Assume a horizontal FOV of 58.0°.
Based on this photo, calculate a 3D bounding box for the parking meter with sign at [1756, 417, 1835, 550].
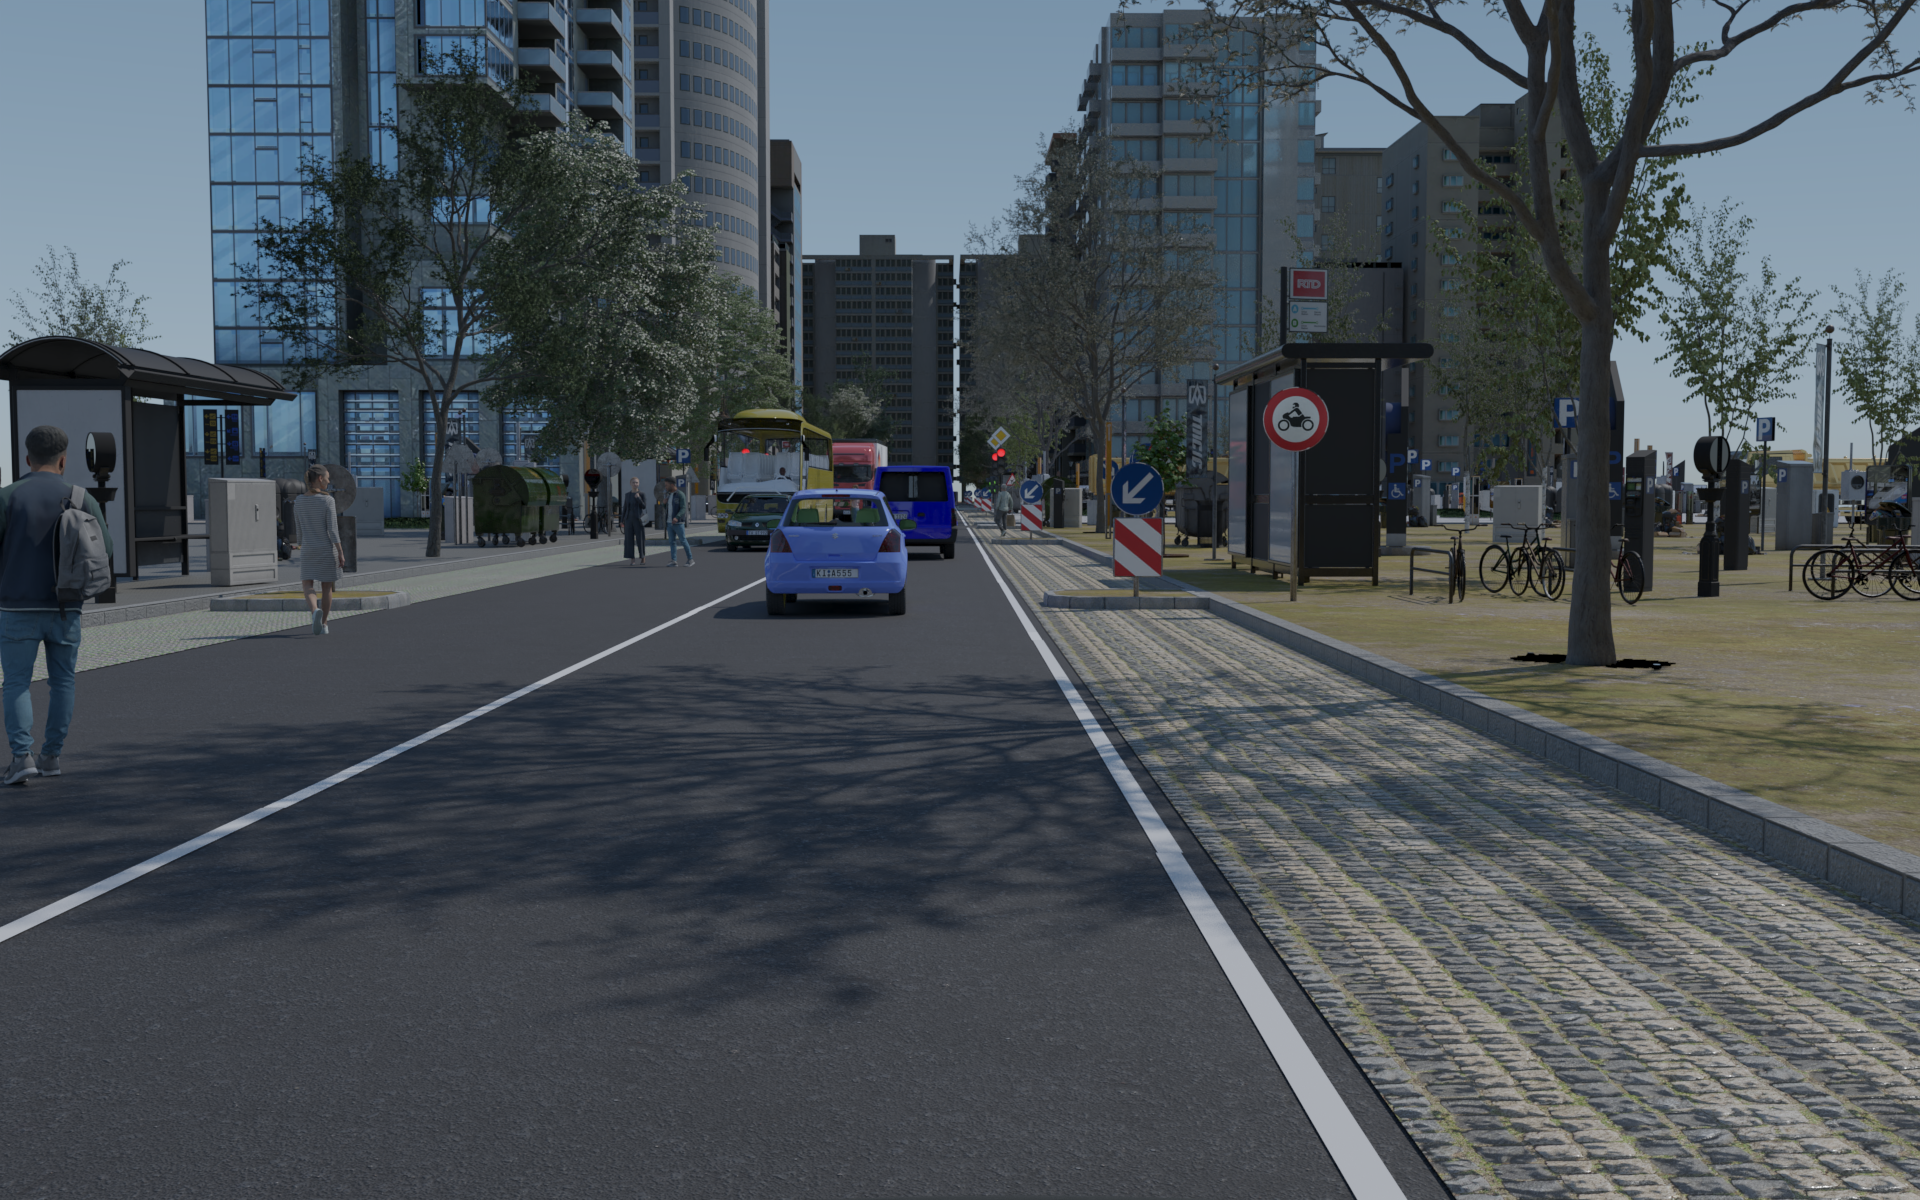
[{"bbox_3d":[19.092,-2.647,39.545,1.738,3.016,0.543,-1,4,-12],"label":"parking meter with sign"}]

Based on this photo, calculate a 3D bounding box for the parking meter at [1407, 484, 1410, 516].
[{"bbox_3d":[28.523,-6.416,110.609,0.399,1.863,0.255,-1,4,-15],"label":"parking meter"}]

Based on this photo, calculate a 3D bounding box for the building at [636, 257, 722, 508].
[{"bbox_3d":[-34.891,-18.030,139.823,27.650,21.520,28.899,0,4,0],"label":"building"}]

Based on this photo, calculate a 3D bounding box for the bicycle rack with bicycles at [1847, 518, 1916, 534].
[{"bbox_3d":[33.413,-2.952,61.654,2.852,0.926,2.925,3,5,39],"label":"bicycle rack with bicycles"}]

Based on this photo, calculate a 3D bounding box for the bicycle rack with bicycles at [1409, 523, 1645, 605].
[{"bbox_3d":[6.749,-0.482,21.256,2.852,0.926,2.925,0,4,1],"label":"bicycle rack with bicycles"}]

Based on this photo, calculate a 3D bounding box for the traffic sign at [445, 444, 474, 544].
[{"bbox_3d":[-12.847,-2.714,44.478,0.768,2.556,0.104,0,4,5],"label":"traffic sign"}]

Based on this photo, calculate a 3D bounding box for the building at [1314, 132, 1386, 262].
[{"bbox_3d":[60.128,-41.062,260.600,27.495,52.752,28.713,0,4,0],"label":"building"}]

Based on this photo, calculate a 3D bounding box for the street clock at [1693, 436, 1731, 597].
[{"bbox_3d":[9.361,-1.042,21.604,0.471,2.002,0.358,-3,4,-36],"label":"street clock"}]

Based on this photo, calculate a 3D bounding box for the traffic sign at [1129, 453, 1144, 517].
[{"bbox_3d":[5.081,-2.940,48.181,0.768,2.556,0.104,0,4,6],"label":"traffic sign"}]

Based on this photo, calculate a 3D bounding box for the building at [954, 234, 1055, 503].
[{"bbox_3d":[11.481,-34.862,261.868,23.993,40.220,32.217,0,4,0],"label":"building"}]

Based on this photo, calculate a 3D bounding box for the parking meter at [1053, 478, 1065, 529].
[{"bbox_3d":[3.701,-3.598,64.544,0.399,1.863,0.255,1,4,19],"label":"parking meter"}]

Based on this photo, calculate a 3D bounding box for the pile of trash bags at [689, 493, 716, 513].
[{"bbox_3d":[-17.312,-6.675,118.889,1.912,1.369,3.447,-3,4,-36],"label":"pile of trash bags"}]

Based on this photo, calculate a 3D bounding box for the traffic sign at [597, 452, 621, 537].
[{"bbox_3d":[-10.589,-3.188,52.237,0.768,2.556,0.104,0,4,8],"label":"traffic sign"}]

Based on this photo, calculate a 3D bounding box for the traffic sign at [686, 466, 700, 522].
[{"bbox_3d":[-12.354,-4.855,79.377,0.884,2.594,0.081,1,4,8],"label":"traffic sign"}]

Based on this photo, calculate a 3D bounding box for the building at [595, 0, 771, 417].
[{"bbox_3d":[-30.395,-38.335,168.781,21.231,58.520,28.212,0,4,0],"label":"building"}]

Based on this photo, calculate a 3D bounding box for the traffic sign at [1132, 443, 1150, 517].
[{"bbox_3d":[4.677,-2.638,43.240,0.768,2.556,0.104,0,4,7],"label":"traffic sign"}]

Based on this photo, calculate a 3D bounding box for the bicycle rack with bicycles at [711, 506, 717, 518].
[{"bbox_3d":[-11.782,-4.801,91.877,2.925,0.926,2.852,0,4,0],"label":"bicycle rack with bicycles"}]

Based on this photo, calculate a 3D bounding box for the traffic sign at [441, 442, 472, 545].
[{"bbox_3d":[-12.592,-2.641,43.186,0.884,2.594,0.081,0,4,4],"label":"traffic sign"}]

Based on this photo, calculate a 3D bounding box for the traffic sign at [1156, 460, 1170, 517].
[{"bbox_3d":[4.226,-2.261,36.971,0.884,2.594,0.081,0,4,1],"label":"traffic sign"}]

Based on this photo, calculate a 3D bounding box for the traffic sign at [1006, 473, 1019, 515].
[{"bbox_3d":[3.244,-6.562,107.298,0.884,2.594,0.081,0,4,2],"label":"traffic sign"}]

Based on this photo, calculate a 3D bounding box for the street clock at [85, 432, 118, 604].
[{"bbox_3d":[-10.056,-0.963,20.316,0.358,2.002,0.471,-3,5,-40],"label":"street clock"}]

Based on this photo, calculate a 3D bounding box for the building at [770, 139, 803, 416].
[{"bbox_3d":[-27.200,-34.530,214.683,14.200,45.320,14.600,0,4,0],"label":"building"}]

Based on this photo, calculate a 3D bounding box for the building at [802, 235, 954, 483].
[{"bbox_3d":[-12.515,-34.886,262.265,23.993,40.220,32.217,0,4,0],"label":"building"}]

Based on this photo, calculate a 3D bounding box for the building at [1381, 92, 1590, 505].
[{"bbox_3d":[64.571,-35.987,212.083,21.600,48.544,21.300,0,4,0],"label":"building"}]

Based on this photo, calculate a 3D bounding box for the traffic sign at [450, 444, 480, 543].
[{"bbox_3d":[-12.870,-2.763,45.171,0.884,2.594,0.081,0,4,5],"label":"traffic sign"}]

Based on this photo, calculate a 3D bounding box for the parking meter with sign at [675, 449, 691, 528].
[{"bbox_3d":[-10.650,-4.279,66.222,0.543,3.016,1.738,0,4,-3],"label":"parking meter with sign"}]

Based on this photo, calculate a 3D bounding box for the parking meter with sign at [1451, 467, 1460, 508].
[{"bbox_3d":[32.114,-7.102,112.378,0.543,3.016,1.738,1,4,19],"label":"parking meter with sign"}]

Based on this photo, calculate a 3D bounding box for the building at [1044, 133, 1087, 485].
[{"bbox_3d":[21.386,-33.809,207.402,22.147,44.769,28.867,0,4,0],"label":"building"}]

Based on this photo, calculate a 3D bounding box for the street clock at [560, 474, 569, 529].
[{"bbox_3d":[-14.593,-3.627,63.877,0.358,2.002,0.471,-2,4,-30],"label":"street clock"}]

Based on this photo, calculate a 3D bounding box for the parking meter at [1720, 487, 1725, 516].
[{"bbox_3d":[28.281,-3.400,63.998,0.372,1.533,0.369,0,3,0],"label":"parking meter"}]

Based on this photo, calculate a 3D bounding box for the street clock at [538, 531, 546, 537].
[{"bbox_3d":[-12.417,-2.864,51.398,0.358,2.002,0.471,-1,4,-23],"label":"street clock"}]

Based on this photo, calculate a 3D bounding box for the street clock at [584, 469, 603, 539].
[{"bbox_3d":[-10.433,-2.738,49.335,0.471,2.002,0.358,0,4,4],"label":"street clock"}]

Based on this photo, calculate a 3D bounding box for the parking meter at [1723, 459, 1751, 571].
[{"bbox_3d":[13.094,-1.435,29.178,0.399,1.863,0.255,-3,4,-36],"label":"parking meter"}]

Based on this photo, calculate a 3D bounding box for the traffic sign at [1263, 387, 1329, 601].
[{"bbox_3d":[3.995,-1.258,20.669,0.768,2.556,0.104,0,4,8],"label":"traffic sign"}]

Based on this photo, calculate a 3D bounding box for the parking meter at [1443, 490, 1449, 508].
[{"bbox_3d":[32.842,-6.643,117.016,0.372,1.533,0.369,0,3,0],"label":"parking meter"}]

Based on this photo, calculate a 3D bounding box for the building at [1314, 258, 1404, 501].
[{"bbox_3d":[46.497,-27.184,216.163,14.107,30.474,14.160,0,4,0],"label":"building"}]

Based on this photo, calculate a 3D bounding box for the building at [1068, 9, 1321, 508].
[{"bbox_3d":[23.559,-34.092,177.012,23.786,49.044,30.456,0,4,0],"label":"building"}]

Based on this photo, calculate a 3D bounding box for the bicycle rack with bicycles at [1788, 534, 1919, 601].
[{"bbox_3d":[11.802,-0.506,21.653,2.925,0.926,2.852,1,4,11],"label":"bicycle rack with bicycles"}]

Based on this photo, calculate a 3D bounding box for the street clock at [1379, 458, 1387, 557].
[{"bbox_3d":[8.412,-1.867,35.093,0.471,2.002,0.358,-3,5,-42],"label":"street clock"}]

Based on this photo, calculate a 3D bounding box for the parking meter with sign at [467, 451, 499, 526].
[{"bbox_3d":[-19.602,-4.518,70.134,1.738,3.016,0.543,-2,4,-31],"label":"parking meter with sign"}]

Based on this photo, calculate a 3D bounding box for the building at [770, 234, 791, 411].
[{"bbox_3d":[-26.247,-25.632,190.790,14.160,30.474,14.107,0,4,0],"label":"building"}]

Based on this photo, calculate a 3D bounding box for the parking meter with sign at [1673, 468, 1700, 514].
[{"bbox_3d":[47.938,-7.210,114.151,1.738,3.016,0.543,-1,4,-12],"label":"parking meter with sign"}]

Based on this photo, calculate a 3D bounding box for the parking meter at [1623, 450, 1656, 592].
[{"bbox_3d":[8.924,-1.042,22.755,0.399,1.863,0.255,-3,5,-43],"label":"parking meter"}]

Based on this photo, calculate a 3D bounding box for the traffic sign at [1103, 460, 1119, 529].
[{"bbox_3d":[5.460,-3.889,63.691,0.768,2.556,0.104,0,4,7],"label":"traffic sign"}]

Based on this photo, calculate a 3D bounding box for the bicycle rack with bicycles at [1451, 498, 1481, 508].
[{"bbox_3d":[42.625,-8.238,148.070,2.852,0.926,2.925,3,4,38],"label":"bicycle rack with bicycles"}]

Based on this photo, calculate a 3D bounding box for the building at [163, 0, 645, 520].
[{"bbox_3d":[-30.414,-48.154,99.993,22.319,86.520,31.000,0,4,0],"label":"building"}]

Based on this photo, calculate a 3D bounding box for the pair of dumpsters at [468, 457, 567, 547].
[{"bbox_3d":[-11.117,-2.514,43.590,1.574,2.255,4.437,0,4,0],"label":"pair of dumpsters"}]

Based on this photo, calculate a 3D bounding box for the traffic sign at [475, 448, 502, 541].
[{"bbox_3d":[-12.923,-2.896,47.460,0.768,2.556,0.104,0,4,5],"label":"traffic sign"}]

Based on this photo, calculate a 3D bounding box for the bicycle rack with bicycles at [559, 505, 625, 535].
[{"bbox_3d":[-11.719,-2.560,55.238,2.852,0.926,2.925,-2,4,-25],"label":"bicycle rack with bicycles"}]

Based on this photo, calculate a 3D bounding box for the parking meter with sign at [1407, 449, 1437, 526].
[{"bbox_3d":[18.255,-4.411,68.374,0.543,3.016,1.738,3,5,43],"label":"parking meter with sign"}]

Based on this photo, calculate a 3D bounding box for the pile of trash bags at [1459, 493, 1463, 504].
[{"bbox_3d":[42.111,-7.992,140.418,3.447,1.369,1.912,0,4,5],"label":"pile of trash bags"}]
